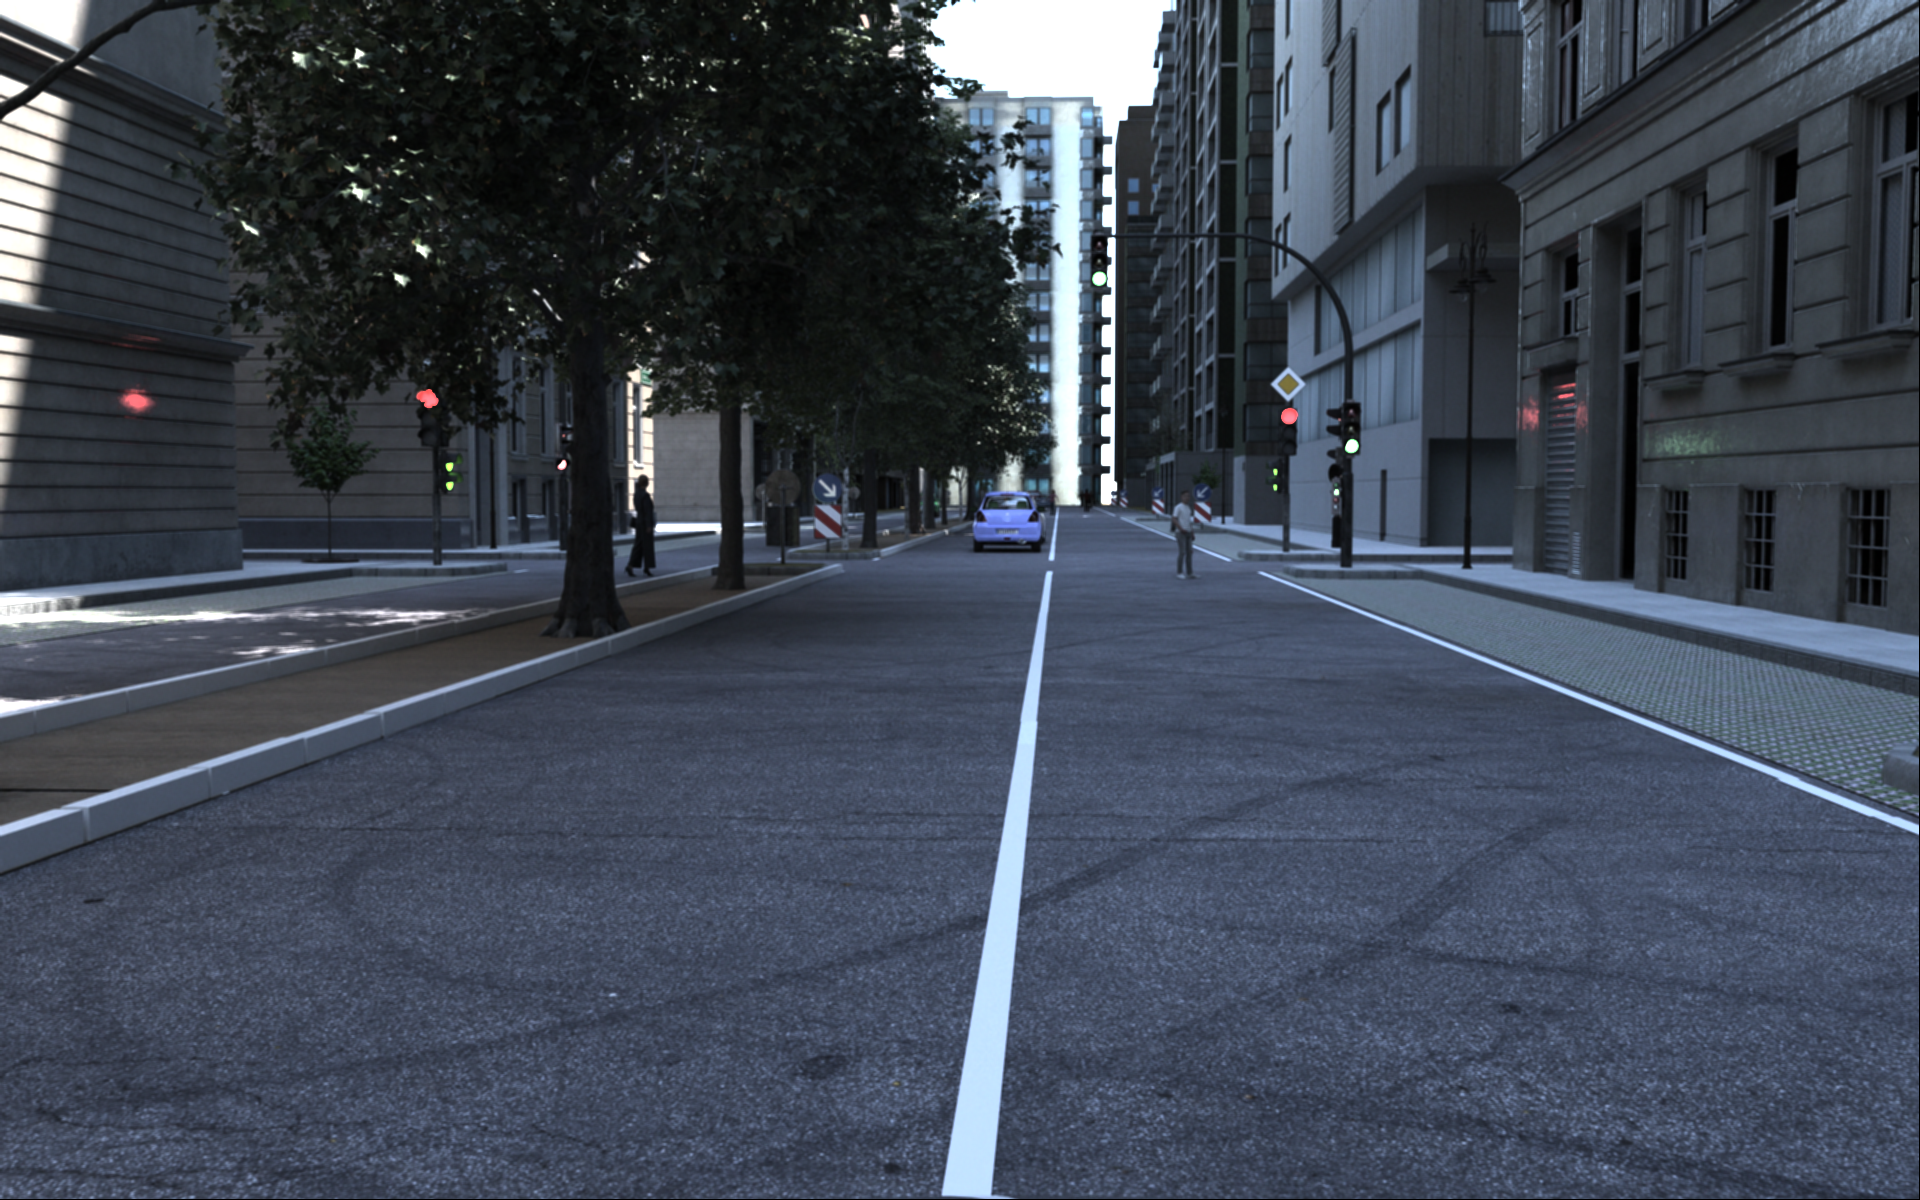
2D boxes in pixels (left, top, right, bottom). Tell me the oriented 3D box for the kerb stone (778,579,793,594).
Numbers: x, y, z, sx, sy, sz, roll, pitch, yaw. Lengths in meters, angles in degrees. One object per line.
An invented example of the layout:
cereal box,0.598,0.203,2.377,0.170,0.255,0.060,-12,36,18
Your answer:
kerb stone,-2.590,-0.173,25.030,0.120,0.150,1.000,0,4,3

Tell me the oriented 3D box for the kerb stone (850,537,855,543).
kerb stone,-3.250,-1.713,50.209,0.120,0.150,1.000,0,4,3

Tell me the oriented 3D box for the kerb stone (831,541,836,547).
kerb stone,-3.485,-1.464,46.126,0.120,0.150,1.000,0,4,3

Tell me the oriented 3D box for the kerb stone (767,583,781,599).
kerb stone,-2.656,-0.105,23.999,0.120,0.150,1.000,0,4,3

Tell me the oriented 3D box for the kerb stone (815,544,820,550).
kerb stone,-3.660,-1.273,43.048,0.120,0.150,1.000,0,4,3

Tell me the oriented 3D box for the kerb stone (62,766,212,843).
kerb stone,-3.603,0.894,7.607,0.120,0.150,1.000,0,4,3

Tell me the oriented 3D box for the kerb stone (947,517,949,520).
kerb stone,-0.824,-4.280,92.194,0.120,0.150,1.000,0,4,3

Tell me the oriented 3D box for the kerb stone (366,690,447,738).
kerb stone,-3.418,0.704,10.682,0.120,0.150,1.000,0,4,3

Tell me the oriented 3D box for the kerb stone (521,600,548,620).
kerb stone,-4.991,0.137,19.982,0.120,0.150,1.000,0,4,3

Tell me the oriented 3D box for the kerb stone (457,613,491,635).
kerb stone,-5.105,0.273,17.942,0.120,0.150,1.000,0,4,3

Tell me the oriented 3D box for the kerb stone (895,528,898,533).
kerb stone,-2.488,-2.521,63.510,0.120,0.150,1.000,0,4,3

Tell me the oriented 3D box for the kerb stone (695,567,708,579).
kerb stone,-4.457,-0.427,29.183,0.120,0.150,1.000,0,4,3

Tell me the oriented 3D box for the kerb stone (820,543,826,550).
kerb stone,-3.602,-1.338,44.073,0.120,0.150,1.000,0,4,3

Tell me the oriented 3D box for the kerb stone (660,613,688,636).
kerb stone,-3.003,0.265,17.857,0.120,0.150,1.000,0,4,3

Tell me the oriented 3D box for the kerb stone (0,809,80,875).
kerb stone,-3.665,0.959,6.572,0.120,0.150,1.000,0,4,3

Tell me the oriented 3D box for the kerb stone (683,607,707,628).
kerb stone,-2.950,0.207,18.883,0.120,0.150,1.000,0,4,3

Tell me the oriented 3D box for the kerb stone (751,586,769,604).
kerb stone,-2.717,-0.048,22.973,0.120,0.150,1.000,0,4,3

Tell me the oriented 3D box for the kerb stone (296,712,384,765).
kerb stone,-3.481,0.774,9.651,0.120,0.150,1.000,0,4,3

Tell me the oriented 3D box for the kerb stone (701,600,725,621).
kerb stone,-2.891,0.140,19.903,0.120,0.150,1.000,0,4,3

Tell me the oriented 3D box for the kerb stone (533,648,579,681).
kerb stone,-3.247,0.522,13.753,0.120,0.150,1.000,0,4,3

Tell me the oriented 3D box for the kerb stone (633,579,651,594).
kerb stone,-4.692,-0.177,25.092,0.120,0.150,1.000,0,4,3

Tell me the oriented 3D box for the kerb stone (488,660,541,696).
kerb stone,-3.306,0.582,12.733,0.120,0.150,1.000,0,4,3

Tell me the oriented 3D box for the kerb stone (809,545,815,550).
kerb stone,-3.719,-1.213,42.023,0.120,0.150,1.000,0,4,3

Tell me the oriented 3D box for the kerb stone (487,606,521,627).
kerb stone,-5.049,0.198,18.962,0.120,0.150,1.000,0,4,3

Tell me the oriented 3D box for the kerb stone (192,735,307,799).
kerb stone,-3.542,0.830,8.627,0.120,0.150,1.000,0,4,3

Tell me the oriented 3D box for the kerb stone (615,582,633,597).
kerb stone,-4.762,-0.115,24.072,0.120,0.150,1.000,0,4,3

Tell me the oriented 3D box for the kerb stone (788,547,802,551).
kerb stone,-3.838,-1.087,39.974,0.120,0.150,1.000,0,4,3

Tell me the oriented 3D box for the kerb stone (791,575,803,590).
kerb stone,-2.533,-0.234,26.050,0.120,0.150,1.000,0,4,3

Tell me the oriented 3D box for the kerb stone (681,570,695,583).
kerb stone,-4.517,-0.365,28.157,0.120,0.150,1.000,0,4,3

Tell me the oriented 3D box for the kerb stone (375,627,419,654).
kerb stone,-5.230,0.387,15.889,0.120,0.150,1.000,0,4,3

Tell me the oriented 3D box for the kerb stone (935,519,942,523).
kerb stone,-1.068,-4.031,88.104,0.120,0.150,1.000,0,4,3

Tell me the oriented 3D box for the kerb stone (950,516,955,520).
kerb stone,-0.534,-4.590,97.306,0.120,0.150,1.000,0,4,3

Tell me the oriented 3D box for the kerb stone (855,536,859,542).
kerb stone,-3.186,-1.775,51.237,0.120,0.150,1.000,0,4,3

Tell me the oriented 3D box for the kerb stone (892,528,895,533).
kerb stone,-2.545,-2.464,62.487,0.120,0.150,1.000,0,4,3

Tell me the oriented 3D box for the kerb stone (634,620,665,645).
kerb stone,-3.066,0.328,16.831,0.120,0.150,1.000,0,4,3

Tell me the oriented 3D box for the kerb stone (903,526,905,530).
kerb stone,-2.308,-2.711,66.582,0.120,0.150,1.000,0,4,3

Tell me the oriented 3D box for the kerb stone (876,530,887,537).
kerb stone,-2.713,-2.277,59.421,0.120,0.150,1.000,0,4,3

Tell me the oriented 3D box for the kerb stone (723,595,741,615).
kerb stone,-2.828,0.079,20.931,0.120,0.150,1.000,0,4,3

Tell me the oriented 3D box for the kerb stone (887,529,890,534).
kerb stone,-2.655,-2.336,60.442,0.120,0.150,1.000,0,4,3

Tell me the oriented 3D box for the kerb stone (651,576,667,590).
kerb stone,-4.637,-0.240,26.116,0.120,0.150,1.000,0,4,3

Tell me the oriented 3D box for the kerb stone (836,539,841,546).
kerb stone,-3.430,-1.524,47.147,0.120,0.150,1.000,0,4,3

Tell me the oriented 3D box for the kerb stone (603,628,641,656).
kerb stone,-3.119,0.394,15.805,0.120,0.150,1.000,0,4,3

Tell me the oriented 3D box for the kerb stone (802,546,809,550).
kerb stone,-3.778,-1.147,40.998,0.120,0.150,1.000,0,4,3

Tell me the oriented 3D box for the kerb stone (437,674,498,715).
kerb stone,-3.359,0.643,11.702,0.120,0.150,1.000,0,4,3

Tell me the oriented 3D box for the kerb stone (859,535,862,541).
kerb stone,-3.126,-1.839,52.258,0.120,0.150,1.000,0,4,3

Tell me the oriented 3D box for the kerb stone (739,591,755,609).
kerb stone,-2.773,0.017,21.951,0.120,0.150,1.000,0,4,3

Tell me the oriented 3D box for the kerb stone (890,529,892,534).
kerb stone,-2.600,-2.399,61.463,0.120,0.150,1.000,0,4,3

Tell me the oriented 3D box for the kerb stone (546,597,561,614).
kerb stone,-4.931,0.072,21.011,0.120,0.150,1.000,0,4,3

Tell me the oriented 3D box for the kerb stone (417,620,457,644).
kerb stone,-5.169,0.323,16.916,0.120,0.150,1.000,0,4,3

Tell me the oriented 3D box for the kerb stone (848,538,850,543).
kerb stone,-3.310,-1.650,49.188,0.120,0.150,1.000,0,4,3

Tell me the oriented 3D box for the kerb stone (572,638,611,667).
kerb stone,-3.186,0.460,14.779,0.120,0.150,1.000,0,4,3

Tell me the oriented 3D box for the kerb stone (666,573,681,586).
kerb stone,-4.577,-0.302,27.136,0.120,0.150,1.000,0,4,3

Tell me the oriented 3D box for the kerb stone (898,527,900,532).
kerb stone,-2.420,-2.590,64.534,0.120,0.150,1.000,0,4,3

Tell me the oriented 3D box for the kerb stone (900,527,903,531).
kerb stone,-2.363,-2.652,65.555,0.120,0.150,1.000,0,4,3

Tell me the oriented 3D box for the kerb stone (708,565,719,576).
kerb stone,-4.399,-0.490,30.203,0.120,0.150,1.000,0,4,3
